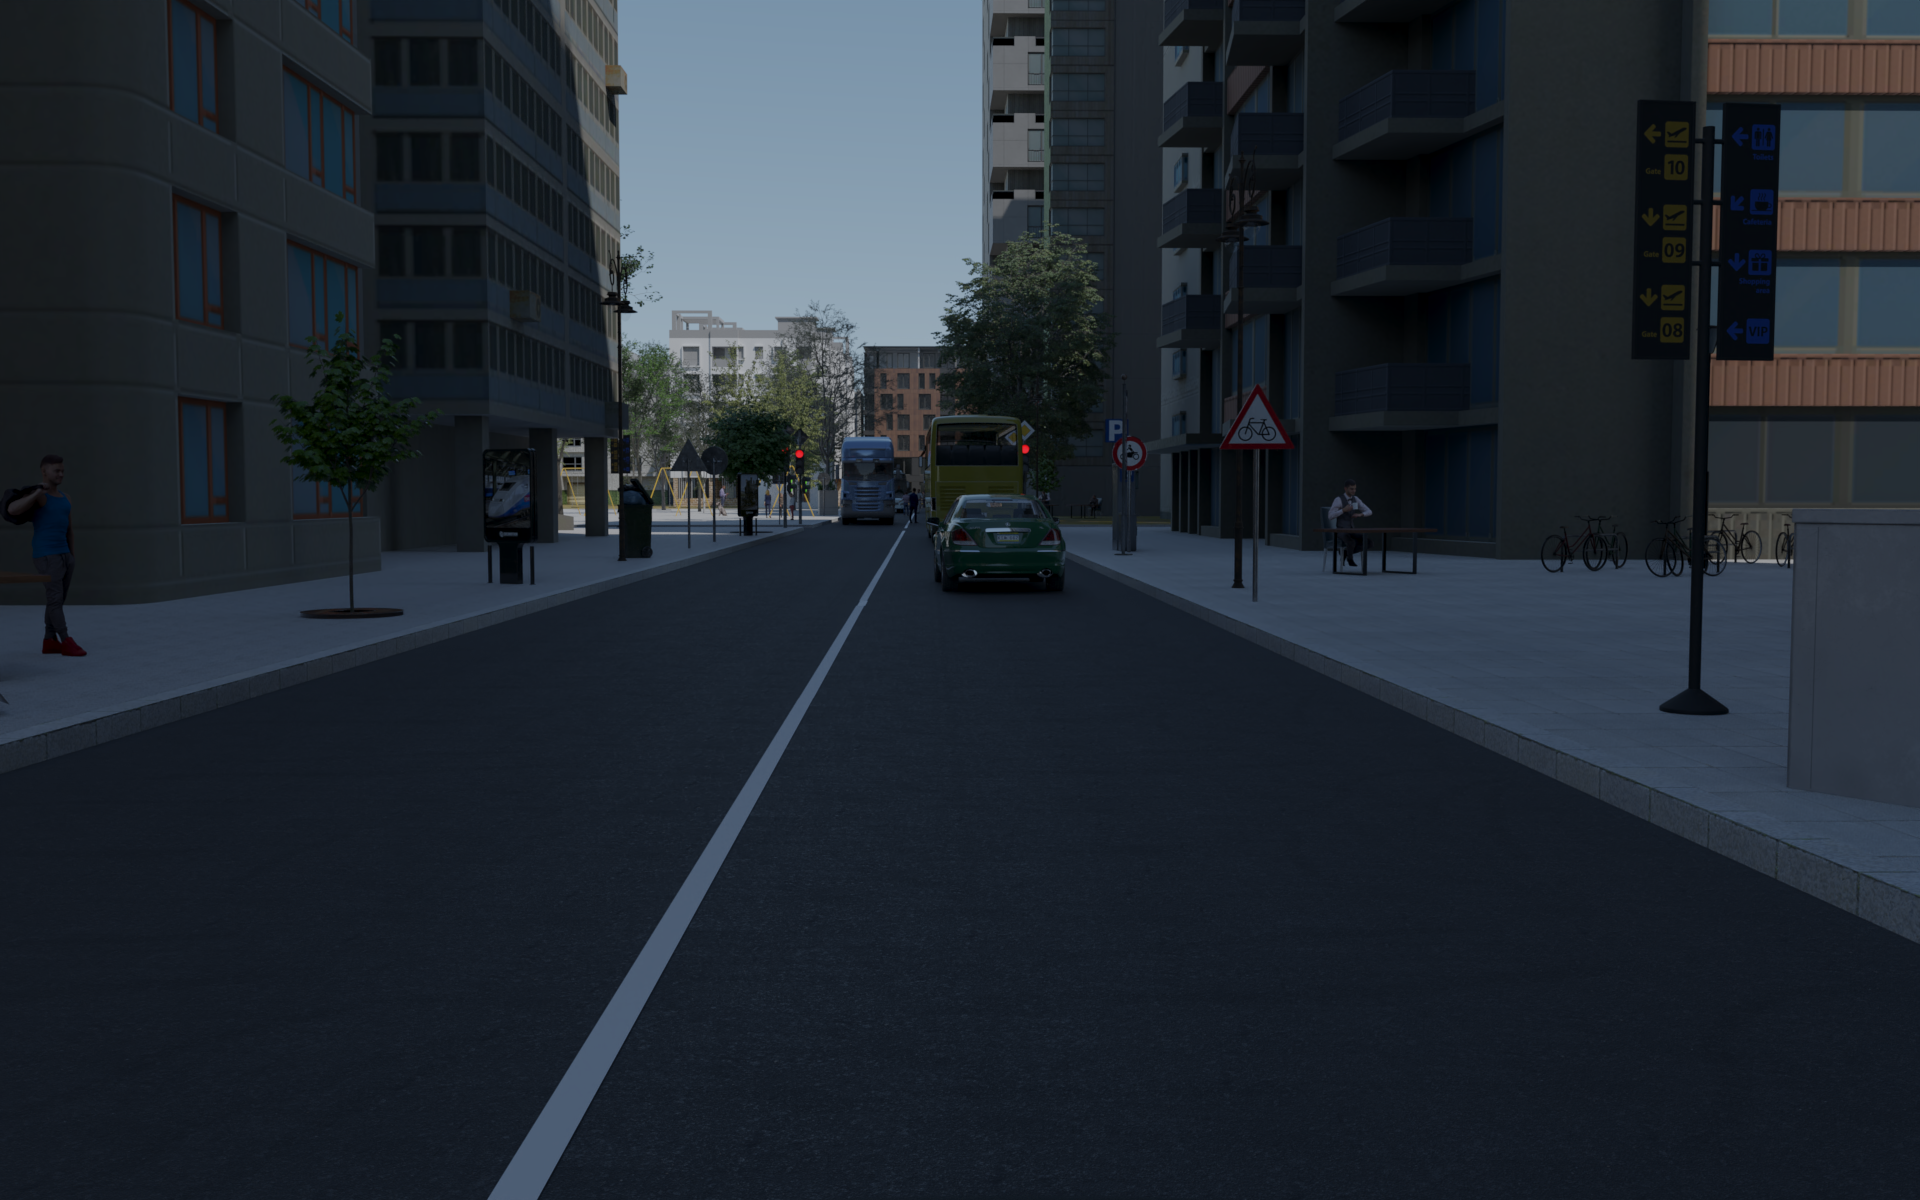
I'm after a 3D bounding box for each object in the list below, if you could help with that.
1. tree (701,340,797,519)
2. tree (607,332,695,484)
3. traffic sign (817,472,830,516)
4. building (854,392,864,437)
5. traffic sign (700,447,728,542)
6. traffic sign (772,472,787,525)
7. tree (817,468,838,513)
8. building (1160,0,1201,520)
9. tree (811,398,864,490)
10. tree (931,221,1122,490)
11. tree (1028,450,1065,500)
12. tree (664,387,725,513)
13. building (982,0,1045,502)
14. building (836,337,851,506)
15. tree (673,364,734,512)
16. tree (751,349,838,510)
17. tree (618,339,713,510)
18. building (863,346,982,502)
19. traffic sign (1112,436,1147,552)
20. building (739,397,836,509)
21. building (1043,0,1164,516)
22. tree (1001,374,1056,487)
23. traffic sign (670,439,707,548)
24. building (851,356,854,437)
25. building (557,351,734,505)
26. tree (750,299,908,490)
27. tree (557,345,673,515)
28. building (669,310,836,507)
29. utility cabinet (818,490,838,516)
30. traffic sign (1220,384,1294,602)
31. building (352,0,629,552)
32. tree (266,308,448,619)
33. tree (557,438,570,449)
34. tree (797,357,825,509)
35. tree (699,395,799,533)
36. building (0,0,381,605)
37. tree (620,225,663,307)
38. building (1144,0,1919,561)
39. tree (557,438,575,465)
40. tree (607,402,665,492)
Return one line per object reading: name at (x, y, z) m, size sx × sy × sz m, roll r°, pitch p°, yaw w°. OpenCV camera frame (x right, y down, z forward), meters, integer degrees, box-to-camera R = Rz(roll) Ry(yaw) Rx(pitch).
tree at (-10.241, -8.063, 82.200) m, size 4.737 × 8.622 × 4.395 m, roll 0°, pitch 3°, yaw 0°
tree at (-20.675, -11.335, 111.085) m, size 9.928 × 11.665 × 9.643 m, roll 0°, pitch 3°, yaw 0°
traffic sign at (-7.962, -6.187, 101.265) m, size 0.768 × 2.556 × 0.104 m, roll 0°, pitch 4°, yaw 8°
building at (-29.560, -23.081, 243.827) m, size 31.486 × 18.905 × 16.747 m, roll 0°, pitch 4°, yaw -1°
traffic sign at (-6.588, -2.830, 46.379) m, size 0.768 × 2.556 × 0.104 m, roll 1°, pitch 4°, yaw 9°
traffic sign at (-7.595, -4.327, 72.871) m, size 0.606 × 2.300 × 0.079 m, roll 0°, pitch 4°, yaw 4°
tree at (-9.360, -7.566, 118.310) m, size 1.663 × 3.219 × 1.824 m, roll 0°, pitch 3°, yaw 0°
building at (21.082, -28.226, 85.192) m, size 21.600 × 48.544 × 21.300 m, roll 0°, pitch 4°, yaw -1°
tree at (-8.928, -10.645, 124.407) m, size 4.360 × 8.622 × 3.978 m, roll 0°, pitch 3°, yaw 0°
tree at (2.864, -10.744, 82.314) m, size 9.857 × 13.997 × 8.962 m, roll 0°, pitch 3°, yaw 0°
tree at (3.820, -4.976, 75.960) m, size 1.663 × 3.219 × 1.824 m, roll 0°, pitch 3°, yaw 0°
tree at (-17.659, -10.234, 117.694) m, size 4.360 × 8.622 × 3.978 m, roll 0°, pitch 3°, yaw 0°
building at (15.527, -33.368, 134.802) m, size 28.713 × 52.752 × 27.495 m, roll 0°, pitch 4°, yaw -1°
building at (-20.780, -20.680, 194.529) m, size 16.016 × 20.091 × 11.380 m, roll 0°, pitch 4°, yaw -1°
tree at (-18.968, -11.637, 124.670) m, size 8.767 × 10.594 × 7.601 m, roll 1°, pitch 4°, yaw 16°
tree at (-13.169, -13.315, 135.828) m, size 7.486 × 12.596 × 7.792 m, roll 0°, pitch 3°, yaw 0°
tree at (-23.679, -13.868, 137.119) m, size 12.009 × 13.543 × 11.850 m, roll 0°, pitch 3°, yaw 0°
building at (2.732, -24.812, 249.652) m, size 32.646 × 21.610 × 27.936 m, roll 0°, pitch 4°, yaw -1°
traffic sign at (3.718, -2.320, 38.044) m, size 0.768 × 2.556 × 0.104 m, roll 0°, pitch 4°, yaw 1°
building at (-16.206, -13.522, 163.224) m, size 9.099 × 9.664 × 28.070 m, roll 0°, pitch 4°, yaw -1°
building at (12.025, -25.811, 105.611) m, size 14.154 × 41.232 × 14.086 m, roll 0°, pitch 4°, yaw -1°
tree at (3.662, -8.907, 95.996) m, size 4.360 × 8.622 × 3.978 m, roll 0°, pitch 3°, yaw 0°
traffic sign at (-6.392, -2.497, 40.825) m, size 0.884 × 2.594 × 0.081 m, roll 0°, pitch 4°, yaw 2°
building at (-18.902, -21.882, 214.189) m, size 11.380 × 20.091 × 16.016 m, roll 0°, pitch 4°, yaw -1°
building at (-40.589, -21.211, 213.260) m, size 31.486 × 18.905 × 16.747 m, roll 0°, pitch 4°, yaw -1°
tree at (-8.406, -12.136, 108.785) m, size 12.009 × 13.543 × 11.850 m, roll 0°, pitch 3°, yaw 0°
tree at (-17.766, -8.732, 77.178) m, size 8.767 × 10.594 × 7.601 m, roll 0°, pitch 4°, yaw -4°
building at (-21.736, -19.943, 182.487) m, size 16.016 × 20.091 × 11.380 m, roll 0°, pitch 4°, yaw -1°
utility cabinet at (-7.781, -5.717, 102.154) m, size 1.173 × 1.500 × 0.318 m, roll -1°, pitch 4°, yaw -23°
traffic sign at (3.515, -1.258, 20.568) m, size 0.884 × 2.594 × 0.081 m, roll 0°, pitch 4°, yaw 0°
building at (-21.876, -21.660, 46.020) m, size 23.993 × 40.220 × 32.217 m, roll 0°, pitch 4°, yaw -1°
tree at (-6.513, -1.448, 18.275) m, size 1.663 × 3.219 × 1.824 m, roll 0°, pitch 3°, yaw 0°
tree at (-32.410, -13.010, 123.083) m, size 12.009 × 13.543 × 11.850 m, roll 0°, pitch 3°, yaw 0°
tree at (-8.604, -8.427, 88.144) m, size 4.737 × 8.622 × 4.395 m, roll 0°, pitch 3°, yaw 0°
tree at (-7.009, -4.509, 57.441) m, size 4.285 × 4.588 × 4.351 m, roll 0°, pitch 3°, yaw 0°
building at (-23.200, -10.308, 13.579) m, size 27.650 × 21.520 × 28.899 m, roll 0°, pitch 4°, yaw -1°
tree at (-22.027, -14.358, 90.635) m, size 12.611 × 20.169 × 13.585 m, roll 0°, pitch 3°, yaw 0°
building at (17.144, -23.945, 46.127) m, size 22.147 × 44.769 × 28.867 m, roll 0°, pitch 4°, yaw -1°
tree at (-34.558, -11.961, 145.927) m, size 4.737 × 8.622 × 4.395 m, roll 0°, pitch 3°, yaw 0°
tree at (-22.541, -10.235, 117.706) m, size 4.360 × 8.622 × 3.978 m, roll 0°, pitch 3°, yaw 0°
